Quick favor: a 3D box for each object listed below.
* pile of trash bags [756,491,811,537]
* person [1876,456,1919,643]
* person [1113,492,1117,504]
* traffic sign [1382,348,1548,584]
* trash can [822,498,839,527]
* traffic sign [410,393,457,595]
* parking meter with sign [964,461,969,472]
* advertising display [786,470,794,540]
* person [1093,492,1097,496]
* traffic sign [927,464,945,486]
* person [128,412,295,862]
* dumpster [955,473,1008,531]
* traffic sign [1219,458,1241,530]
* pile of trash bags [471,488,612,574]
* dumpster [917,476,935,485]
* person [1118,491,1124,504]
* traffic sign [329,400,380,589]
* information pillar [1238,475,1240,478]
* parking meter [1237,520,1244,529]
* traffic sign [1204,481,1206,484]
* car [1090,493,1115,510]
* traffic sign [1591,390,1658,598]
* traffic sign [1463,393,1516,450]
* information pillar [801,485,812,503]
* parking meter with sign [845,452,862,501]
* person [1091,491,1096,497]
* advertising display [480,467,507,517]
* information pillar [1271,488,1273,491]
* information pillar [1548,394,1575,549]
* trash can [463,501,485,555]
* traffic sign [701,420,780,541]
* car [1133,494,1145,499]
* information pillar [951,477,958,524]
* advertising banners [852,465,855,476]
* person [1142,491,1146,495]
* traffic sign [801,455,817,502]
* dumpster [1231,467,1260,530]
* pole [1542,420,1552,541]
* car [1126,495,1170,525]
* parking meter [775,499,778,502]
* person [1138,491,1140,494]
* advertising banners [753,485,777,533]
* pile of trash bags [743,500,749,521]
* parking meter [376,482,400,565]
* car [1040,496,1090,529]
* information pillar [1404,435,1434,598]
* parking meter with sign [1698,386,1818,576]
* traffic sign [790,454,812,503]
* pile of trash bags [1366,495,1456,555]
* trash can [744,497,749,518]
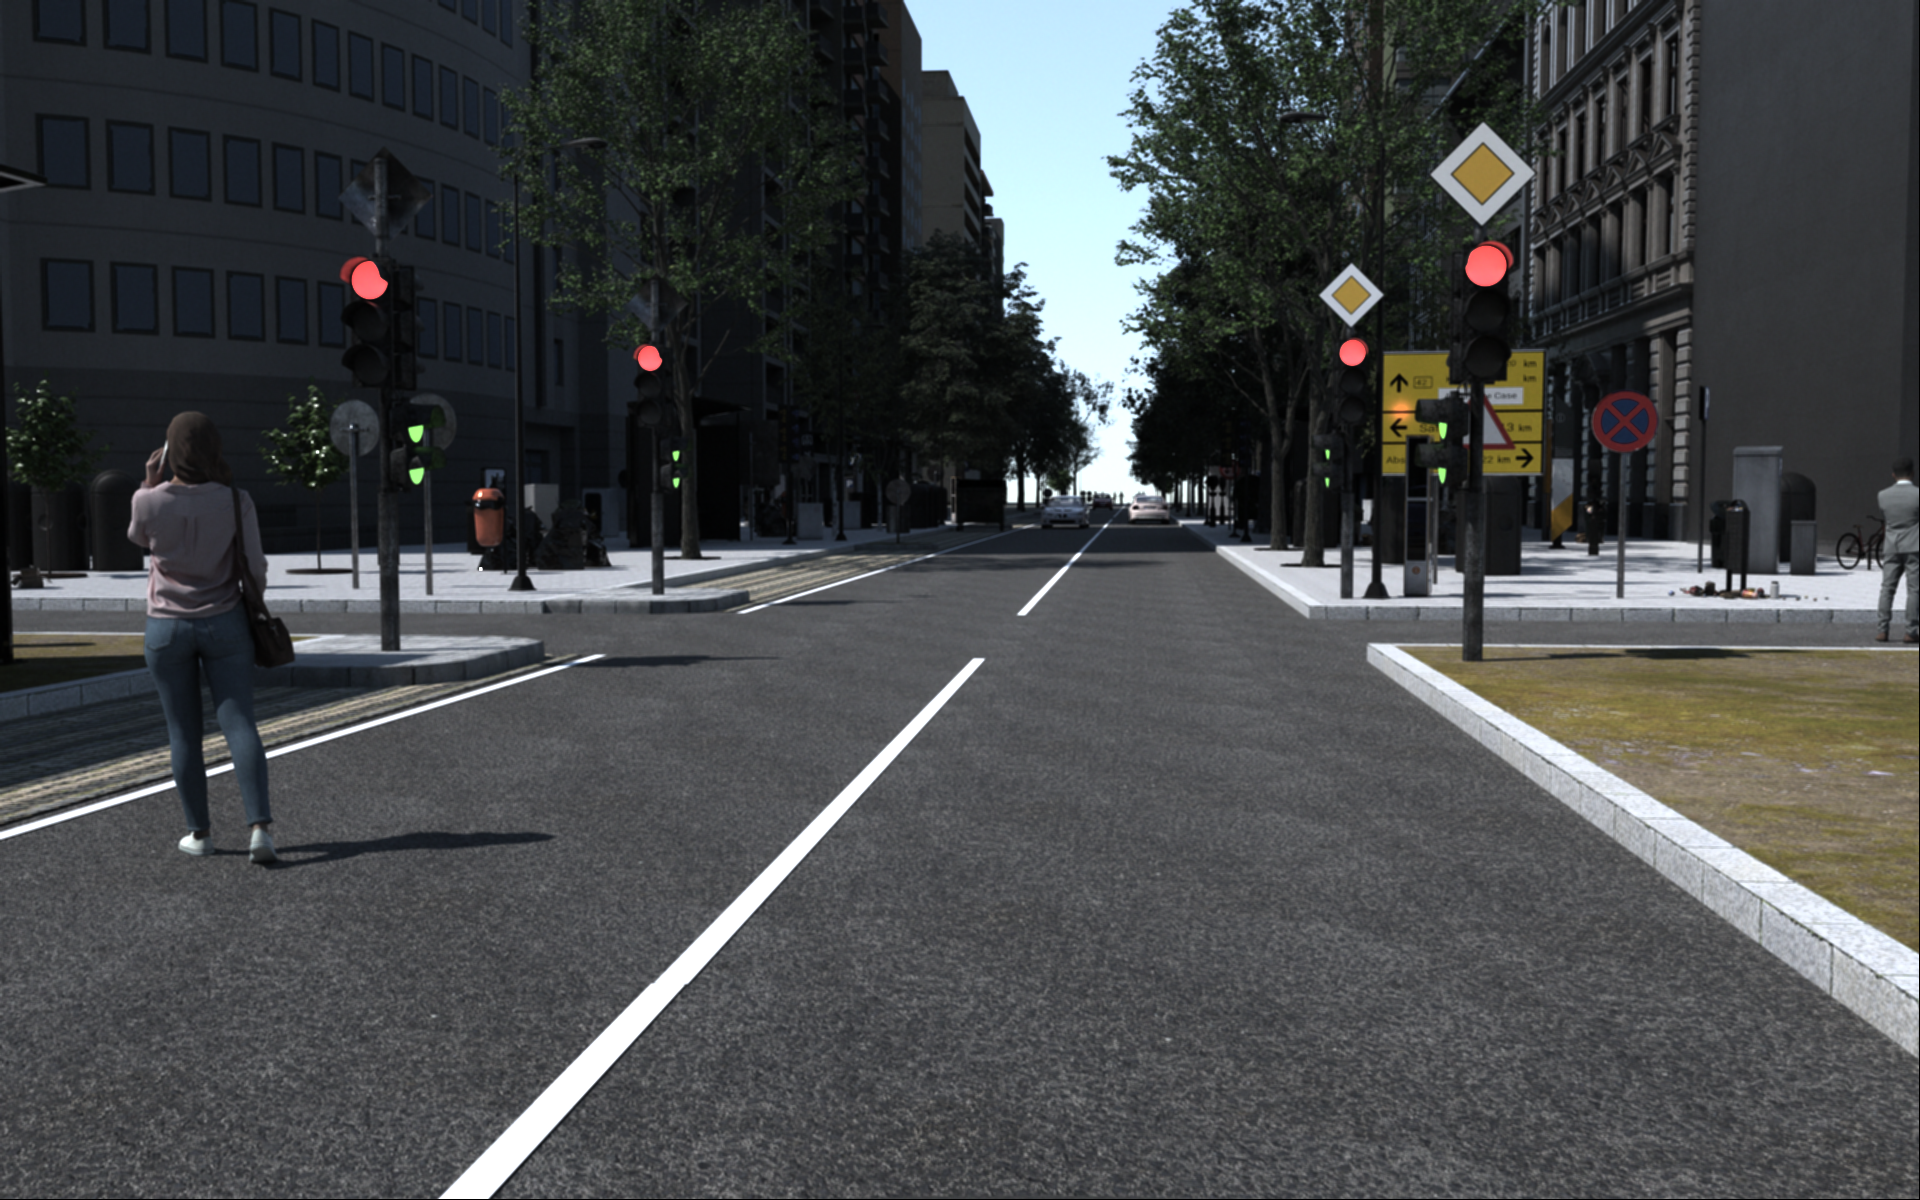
[{"bbox_3d":[-5.302,-2.650,53.086,1.912,1.369,3.447,0,4,-7],"label":"pile of trash bags"},{"bbox_3d":[9.173,-0.495,16.780,0.511,1.800,0.466,3,4,36],"label":"person"},{"bbox_3d":[22.233,-14.572,247.277,0.750,1.759,0.617,3,5,40],"label":"person"},{"bbox_3d":[7.077,-1.872,24.479,2.265,3.308,0.079,1,4,13],"label":"traffic sign"},{"bbox_3d":[-4.980,-3.387,67.038,0.748,1.137,0.748,0,3,0],"label":"trash can"},{"bbox_3d":[-6.742,-1.335,21.932,0.768,2.556,0.104,1,4,8],"label":"traffic sign"},{"bbox_3d":[0.401,-5.927,93.172,0.543,3.016,1.738,1,4,13],"label":"parking meter with sign"},{"bbox_3d":[-4.544,-2.506,46.189,0.123,1.923,0.974,-1,4,-10],"label":"advertising display"},{"bbox_3d":[18.738,-13.986,237.990,1.217,1.723,0.721,-2,4,-29],"label":"person"},{"bbox_3d":[-1.041,-4.517,73.954,0.768,2.556,0.104,1,4,12],"label":"traffic sign"},{"bbox_3d":[-2.914,0.142,6.770,0.593,1.750,0.643,-2,4,-25],"label":"person"},{"bbox_3d":[0.815,-3.757,66.381,1.985,2.255,1.502,0,4,6],"label":"dumpster"},{"bbox_3d":[9.602,-3.761,61.604,0.768,2.556,0.104,1,4,13],"label":"traffic sign"},{"bbox_3d":[-7.274,-1.189,29.191,1.912,1.369,3.447,1,4,10],"label":"pile of trash bags"},{"bbox_3d":[-1.945,-5.423,91.160,1.502,2.255,1.985,0,4,6],"label":"dumpster"},{"bbox_3d":[22.302,-14.139,239.755,0.705,1.814,1.350,-2,4,-34],"label":"person"},{"bbox_3d":[-8.197,-1.426,23.423,0.768,2.556,0.104,1,4,13],"label":"traffic sign"},{"bbox_3d":[10.783,-3.760,65.964,0.304,2.012,0.304,3,4,38],"label":"information pillar"},{"bbox_3d":[10.410,-3.600,64.573,0.255,1.863,0.399,3,4,38],"label":"parking meter"},{"bbox_3d":[13.086,-5.492,89.803,0.884,2.594,0.081,1,4,12],"label":"traffic sign"},{"bbox_3d":[12.698,-8.892,154.425,2.155,1.783,4.494,0,4,4],"label":"car"},{"bbox_3d":[8.131,-1.293,21.251,0.768,2.556,0.104,1,4,15],"label":"traffic sign"},{"bbox_3d":[6.220,-1.276,20.860,0.884,2.594,0.081,0,4,6],"label":"traffic sign"},{"bbox_3d":[-5.762,-3.711,65.163,0.304,2.012,0.304,2,4,31],"label":"information pillar"},{"bbox_3d":[-4.468,-4.571,71.000,0.543,3.016,1.738,1,4,10],"label":"parking meter with sign"},{"bbox_3d":[15.924,-12.031,205.741,0.750,1.759,0.617,0,4,-1],"label":"person"},{"bbox_3d":[-11.314,-2.252,42.029,0.123,1.923,0.974,1,4,16],"label":"advertising display"},{"bbox_3d":[11.725,-3.673,64.545,0.304,2.012,0.304,3,4,36],"label":"information pillar"},{"bbox_3d":[14.087,-3.007,40.518,0.504,3.616,0.183,0,4,-1],"label":"information pillar"},{"bbox_3d":[-10.137,-1.532,36.696,0.748,1.137,0.748,0,3,0],"label":"trash can"},{"bbox_3d":[-6.067,-3.288,47.632,2.265,3.308,0.079,0,4,6],"label":"traffic sign"},{"bbox_3d":[23.705,-13.357,227.426,2.155,1.783,4.494,0,4,6],"label":"car"},{"bbox_3d":[-0.172,-4.312,74.988,0.304,2.012,0.304,-3,4,-38],"label":"information pillar"},{"bbox_3d":[-5.020,-6.030,94.778,2.074,3.025,0.090,-2,4,-30],"label":"advertising banners"},{"bbox_3d":[25.179,-14.022,237.891,1.348,1.807,0.705,-1,4,-9],"label":"person"},{"bbox_3d":[-5.068,-3.478,56.969,0.768,2.556,0.104,1,4,13],"label":"traffic sign"},{"bbox_3d":[10.618,-3.707,63.101,1.502,2.255,1.985,0,4,6],"label":"dumpster"},{"bbox_3d":[16.097,-3.282,47.497,0.158,3.312,0.155,0,3,0],"label":"pole"},{"bbox_3d":[8.963,-4.277,82.293,2.083,1.381,4.827,0,4,4],"label":"car"},{"bbox_3d":[-9.940,-5.438,94.627,0.255,1.863,0.399,-1,4,-23],"label":"parking meter"},{"bbox_3d":[23.881,-13.596,230.878,1.350,1.814,0.705,0,4,1],"label":"person"},{"bbox_3d":[-6.523,-3.804,58.377,0.090,3.025,2.074,1,4,17],"label":"advertising banners"},{"bbox_3d":[-9.099,-4.064,76.199,3.447,1.369,1.912,1,4,20],"label":"pile of trash bags"},{"bbox_3d":[-10.329,-1.398,31.273,0.372,1.533,0.369,0,3,0],"label":"parking meter"},{"bbox_3d":[4.480,-3.727,73.302,2.083,1.381,4.827,0,4,7],"label":"car"},{"bbox_3d":[5.716,-1.045,21.576,0.304,2.012,0.304,2,4,24],"label":"information pillar"},{"bbox_3d":[12.739,-1.919,27.644,1.738,3.016,0.543,2,4,30],"label":"parking meter with sign"},{"bbox_3d":[-5.216,-3.430,56.079,0.884,2.594,0.081,1,4,9],"label":"traffic sign"},{"bbox_3d":[9.879,-1.706,37.649,1.912,1.369,3.447,0,4,6],"label":"pile of trash bags"},{"bbox_3d":[-10.908,-4.798,90.096,0.748,1.137,0.748,0,3,0],"label":"trash can"}]
